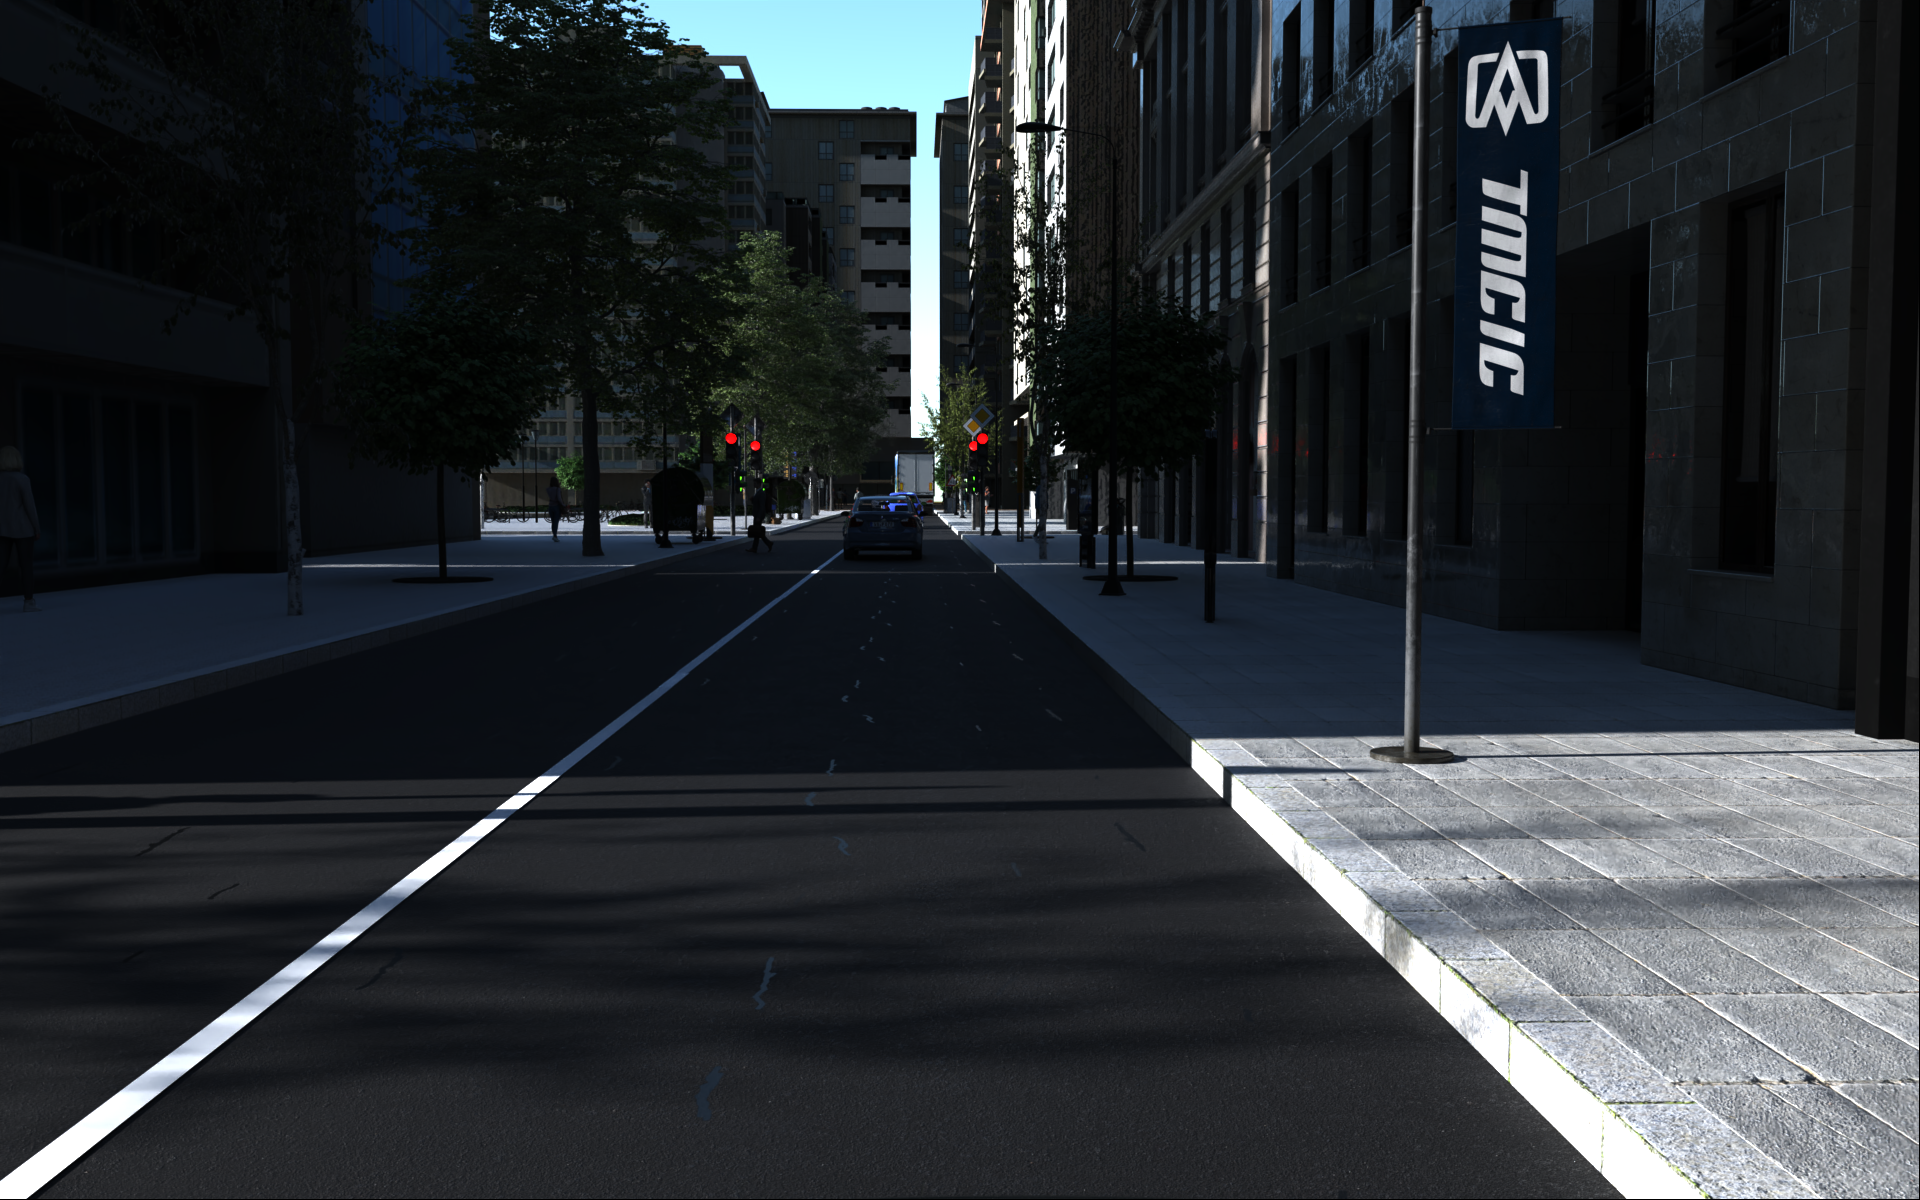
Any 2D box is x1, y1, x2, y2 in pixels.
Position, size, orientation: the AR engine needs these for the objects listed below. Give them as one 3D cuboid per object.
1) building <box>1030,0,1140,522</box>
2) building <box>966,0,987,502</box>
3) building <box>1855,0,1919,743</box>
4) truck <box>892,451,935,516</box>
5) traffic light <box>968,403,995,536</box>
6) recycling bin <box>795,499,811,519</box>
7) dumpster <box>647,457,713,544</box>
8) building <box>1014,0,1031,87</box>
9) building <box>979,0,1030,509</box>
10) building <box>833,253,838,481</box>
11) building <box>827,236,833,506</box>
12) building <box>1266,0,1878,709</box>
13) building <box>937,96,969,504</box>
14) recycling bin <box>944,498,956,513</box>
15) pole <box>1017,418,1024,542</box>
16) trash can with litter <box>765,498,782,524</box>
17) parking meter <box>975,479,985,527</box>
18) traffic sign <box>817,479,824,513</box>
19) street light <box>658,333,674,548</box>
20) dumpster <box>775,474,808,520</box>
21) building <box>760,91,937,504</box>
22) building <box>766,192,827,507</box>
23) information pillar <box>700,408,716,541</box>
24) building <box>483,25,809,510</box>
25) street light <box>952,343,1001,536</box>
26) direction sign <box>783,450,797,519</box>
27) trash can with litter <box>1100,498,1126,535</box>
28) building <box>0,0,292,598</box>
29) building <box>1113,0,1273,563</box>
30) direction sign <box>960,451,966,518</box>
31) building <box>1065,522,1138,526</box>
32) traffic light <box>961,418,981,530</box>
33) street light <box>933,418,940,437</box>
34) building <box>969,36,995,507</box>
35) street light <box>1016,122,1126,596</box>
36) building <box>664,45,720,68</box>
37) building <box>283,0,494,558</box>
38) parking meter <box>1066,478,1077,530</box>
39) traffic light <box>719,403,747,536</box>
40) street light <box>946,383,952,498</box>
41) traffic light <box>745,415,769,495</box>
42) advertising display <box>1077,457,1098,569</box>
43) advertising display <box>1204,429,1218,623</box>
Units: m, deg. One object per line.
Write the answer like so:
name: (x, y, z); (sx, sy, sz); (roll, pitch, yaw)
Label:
building: (10.699, -19.736, 94.386); (14.160, 30.474, 14.107); (0, 4, -1)
building: (10.816, -46.459, 197.862); (20.563, 71.187, 20.611); (0, 4, -1)
building: (11.139, -10.468, 0.830); (12.332, 23.373, 15.834); (0, 4, -1)
truck: (-3.153, -7.873, 117.632); (2.839, 4.237, 11.283); (0, 4, -3)
traffic light: (0.668, -3.954, 53.563); (0.839, 4.253, 0.868); (0, 4, -1)
recycling bin: (-8.122, -4.710, 89.561); (0.722, 1.027, 0.722); (-1, 4, -13)
dumpster: (-7.288, -2.604, 45.061); (1.502, 2.255, 1.985); (0, 4, -2)
building: (17.945, -32.624, 122.645); (28.713, 52.752, 27.495); (0, 4, -1)
building: (12.932, -30.445, 152.408); (22.147, 44.769, 28.867); (0, 4, -1)
building: (-21.473, -26.383, 203.055); (14.107, 30.474, 14.160); (0, 4, -1)
building: (-21.117, -25.118, 182.378); (14.160, 30.474, 14.107); (0, 4, -1)
building: (10.184, -9.995, 18.164); (10.420, 20.320, 16.860); (0, 4, -1)
building: (10.323, -39.621, 237.036); (27.495, 52.752, 28.713); (0, 4, -1)
recycling bin: (-0.629, -6.319, 115.867); (0.722, 1.027, 0.722); (-1, 4, -19)
pole: (1.625, -3.218, 46.465); (0.158, 3.312, 0.155); (0, 3, 0)
trash can with litter: (-7.898, -3.806, 73.614); (0.624, 1.170, 1.055); (-3, 4, -36)
parking meter: (0.760, -3.747, 66.980); (0.255, 1.863, 0.399); (3, 5, 42)
traffic sign: (-9.603, -7.096, 118.144); (0.606, 2.300, 0.079); (0, 4, 0)
street light: (-6.470, -4.195, 41.128); (1.470, 5.913, 1.316); (0, 4, -1)
dumpster: (-8.352, -5.087, 85.666); (1.502, 2.255, 1.985); (0, 4, -1)
building: (-17.452, -39.545, 235.791); (27.495, 52.752, 28.713); (0, 4, -1)
building: (-20.643, -24.215, 167.610); (14.160, 30.474, 14.107); (0, 4, -1)
information pillar: (-6.878, -3.409, 47.093); (0.183, 3.616, 0.504); (2, 4, 28)
building: (-29.405, -27.902, 148.071); (32.217, 40.220, 23.993); (0, 4, -1)
street light: (0.591, -4.955, 53.548); (1.470, 5.913, 1.316); (0, 4, -1)
direction sign: (-8.653, -5.890, 88.299); (0.876, 3.537, 0.379); (2, 4, 34)
trash can with litter: (4.744, -2.624, 54.291); (0.624, 1.170, 1.055); (-2, 4, -30)
building: (-21.446, -24.033, 16.639); (21.300, 48.544, 21.600); (0, 4, -1)
building: (11.338, -12.035, 38.571); (13.314, 21.916, 24.055); (0, 4, -1)
direction sign: (0.159, -6.126, 92.162); (0.379, 3.537, 0.876); (0, 4, 5)
building: (10.871, -18.335, 71.475); (14.107, 30.474, 14.160); (0, 4, -1)
traffic light: (0.466, -4.442, 61.545); (0.839, 4.253, 0.868); (0, 4, -1)
street light: (-0.759, -8.110, 105.135); (1.470, 5.913, 1.316); (0, 4, -1)
building: (11.846, -33.869, 177.460); (21.300, 48.544, 21.600); (0, 4, -1)
street light: (1.396, -3.013, 21.810); (1.470, 5.913, 1.316); (0, 4, -1)
building: (-45.194, -42.132, 230.860); (28.212, 58.520, 21.231); (0, 4, -1)
building: (-19.961, -23.875, 40.462); (14.200, 45.320, 14.600); (0, 4, -1)
parking meter: (4.013, -3.436, 61.891); (0.399, 1.863, 0.255); (-1, 4, -12)
traffic light: (-6.991, -3.941, 53.354); (0.839, 4.253, 0.868); (0, 4, -1)
street light: (0.135, -6.107, 72.399); (1.470, 5.913, 1.316); (0, 4, -1)
traffic light: (-7.192, -4.429, 61.337); (0.839, 4.253, 0.868); (0, 4, -1)
advertising display: (2.218, -1.522, 30.099); (0.123, 1.923, 0.974); (-1, 4, -11)
advertising display: (2.551, -0.760, 17.643); (0.123, 1.923, 0.974); (0, 4, 8)
